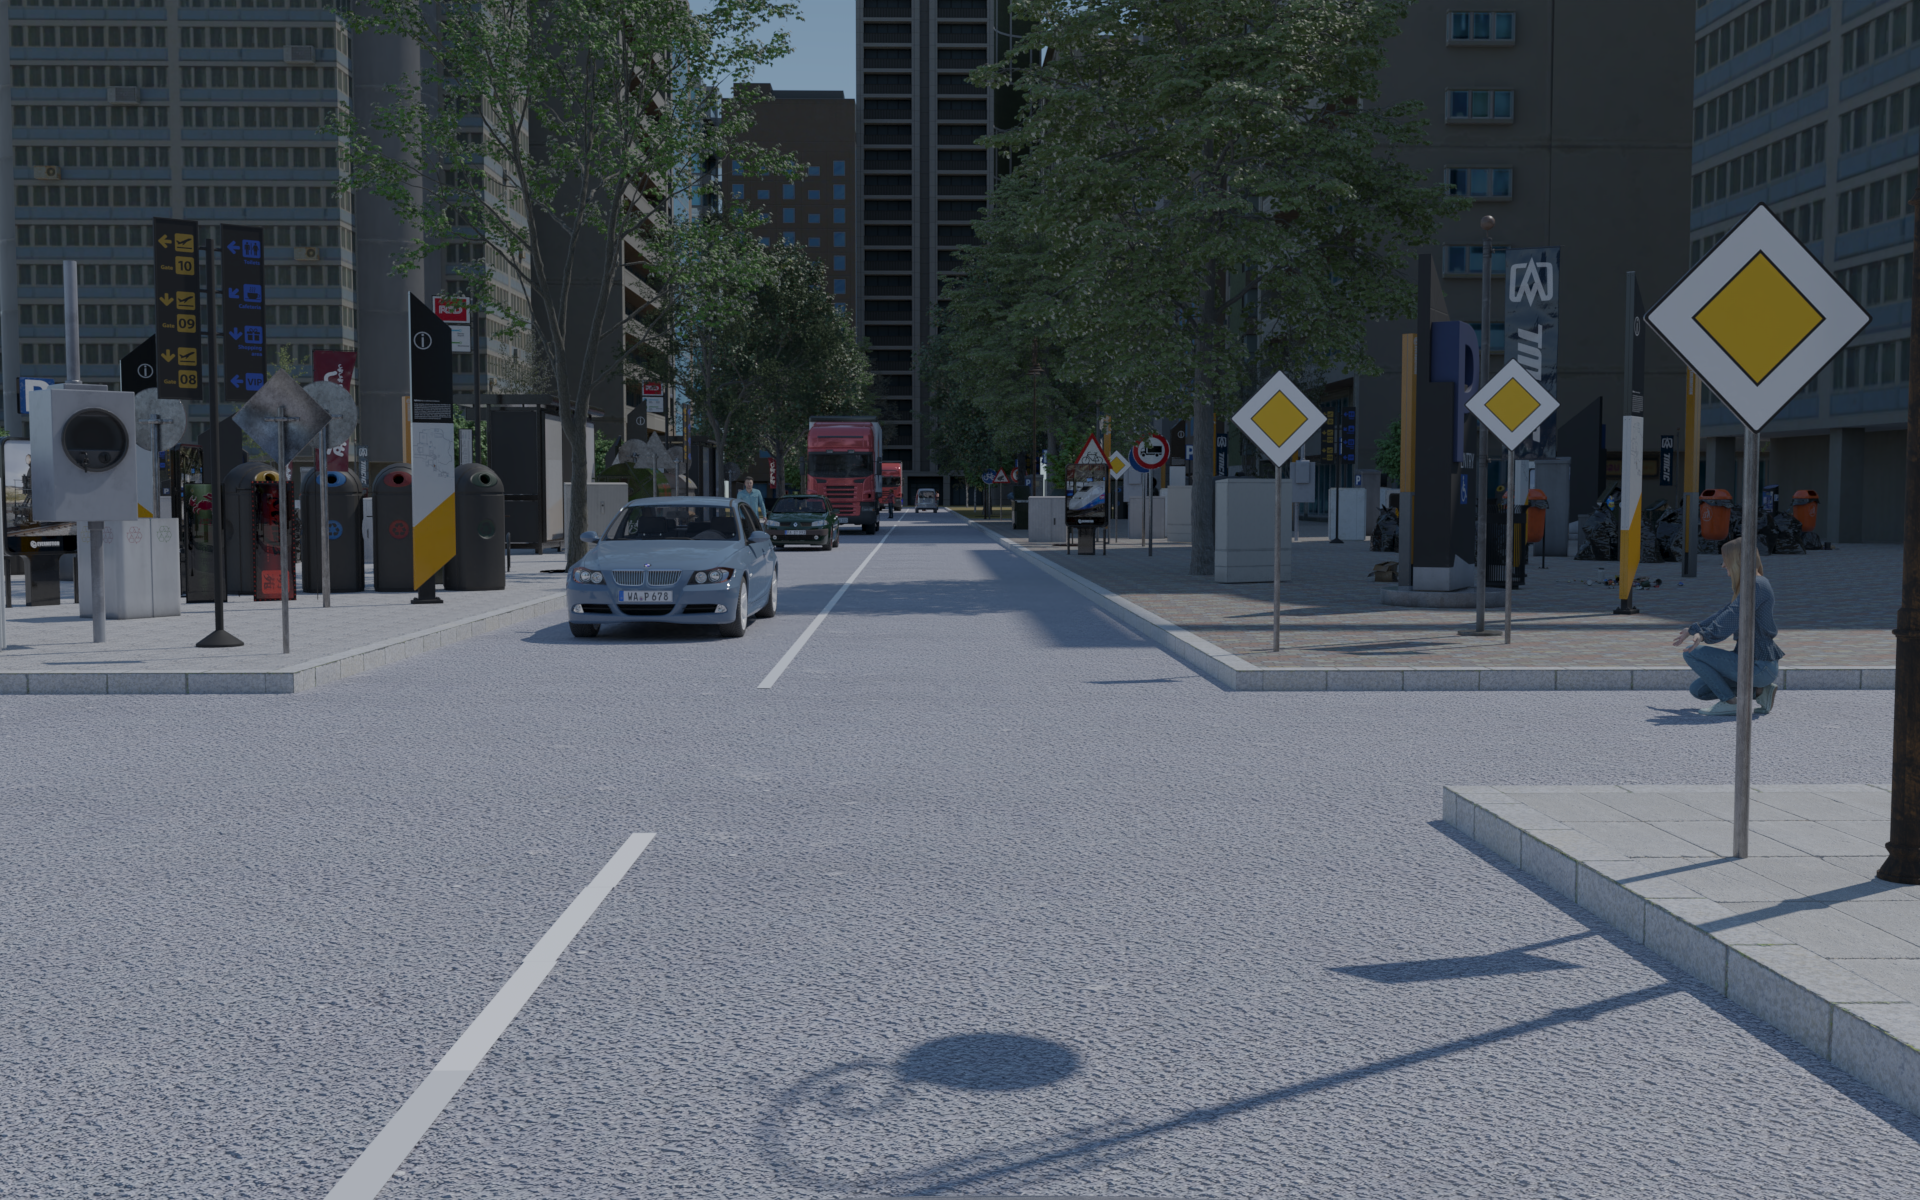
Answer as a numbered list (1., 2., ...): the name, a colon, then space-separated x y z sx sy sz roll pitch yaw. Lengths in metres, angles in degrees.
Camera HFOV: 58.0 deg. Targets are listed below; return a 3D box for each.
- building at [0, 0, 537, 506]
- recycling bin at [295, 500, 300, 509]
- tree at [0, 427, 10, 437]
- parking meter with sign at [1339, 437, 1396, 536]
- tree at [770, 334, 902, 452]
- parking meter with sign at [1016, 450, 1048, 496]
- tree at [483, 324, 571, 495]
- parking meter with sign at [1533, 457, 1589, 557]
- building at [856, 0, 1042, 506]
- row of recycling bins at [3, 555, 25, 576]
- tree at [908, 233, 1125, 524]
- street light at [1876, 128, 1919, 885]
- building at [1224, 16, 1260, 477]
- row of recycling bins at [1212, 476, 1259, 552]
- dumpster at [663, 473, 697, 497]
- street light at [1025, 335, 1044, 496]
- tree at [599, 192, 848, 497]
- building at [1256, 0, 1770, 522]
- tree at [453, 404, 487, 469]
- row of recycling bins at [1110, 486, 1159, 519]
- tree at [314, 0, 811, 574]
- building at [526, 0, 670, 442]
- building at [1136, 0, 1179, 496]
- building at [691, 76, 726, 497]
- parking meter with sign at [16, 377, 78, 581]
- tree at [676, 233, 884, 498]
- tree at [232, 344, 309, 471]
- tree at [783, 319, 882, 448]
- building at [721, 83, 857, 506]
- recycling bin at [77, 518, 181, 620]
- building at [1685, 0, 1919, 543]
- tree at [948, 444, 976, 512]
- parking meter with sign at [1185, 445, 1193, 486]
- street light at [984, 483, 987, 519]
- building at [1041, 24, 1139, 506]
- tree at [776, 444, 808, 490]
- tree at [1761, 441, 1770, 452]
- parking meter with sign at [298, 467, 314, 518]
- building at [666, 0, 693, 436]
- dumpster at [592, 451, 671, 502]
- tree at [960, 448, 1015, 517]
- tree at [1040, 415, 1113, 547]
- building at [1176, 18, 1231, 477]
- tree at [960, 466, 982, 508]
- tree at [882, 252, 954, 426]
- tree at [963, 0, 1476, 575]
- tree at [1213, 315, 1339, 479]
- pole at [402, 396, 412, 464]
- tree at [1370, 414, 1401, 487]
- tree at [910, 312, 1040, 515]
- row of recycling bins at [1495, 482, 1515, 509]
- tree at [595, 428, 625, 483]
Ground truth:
1. building: -38.468 -24.950 99.813 32.217 40.220 23.993 0 4 -1
2. recycling bin: -27.315 -3.662 72.424 0.722 1.027 0.722 0 4 2
3. tree: -40.359 -5.342 71.055 4.285 4.588 4.351 0 3 0
4. parking meter with sign: 12.547 -3.484 53.219 1.738 3.016 0.543 -1 4 -19
5. tree: -9.331 -13.280 127.496 12.009 13.543 11.850 0 3 0
6. parking meter with sign: 2.854 -4.342 67.260 1.738 3.016 0.543 -3 5 -44
7. tree: -18.974 -7.618 74.918 4.360 8.622 3.978 0 3 0
8. parking meter with sign: 12.168 -2.403 35.546 1.738 3.016 0.543 1 4 22
9. building: -1.131 -46.344 195.980 20.611 71.187 20.563 0 4 -1
10. row of recycling bins: -15.264 -1.166 26.180 1.069 1.692 3.534 0 4 0
11. tree: 2.627 -9.589 73.789 9.611 12.733 9.660 0 3 0
12. street light: 3.153 -2.006 5.589 0.468 5.910 1.993 0 4 -1
13. building: 22.528 -20.196 101.899 14.160 30.474 14.107 0 4 -1
14. row of recycling bins: 6.382 -2.004 39.882 1.069 1.692 3.534 2 4 24
15. dumpster: -7.932 -2.549 47.431 1.264 1.857 1.865 0 4 -1
16. street light: 2.175 -4.759 50.591 0.468 5.910 1.993 0 4 -1
17. tree: -7.123 -7.244 52.846 8.767 10.594 7.601 1 4 16
18. building: 26.236 -27.802 78.261 21.300 48.544 21.600 0 4 -1
19. tree: -17.822 -4.746 61.315 4.285 4.588 4.351 0 3 0
20. row of recycling bins: 8.572 -4.974 88.438 3.534 1.692 1.069 2 4 35
21. tree: -6.218 -6.237 27.738 9.928 11.665 9.643 0 3 0
22. building: -32.900 -30.513 122.588 21.300 48.544 21.600 0 4 -1
23. building: 24.633 -36.380 136.819 21.231 58.520 28.212 0 4 -1
24. building: -41.095 -35.354 197.640 30.456 49.044 23.786 0 4 -1
25. parking meter with sign: -13.144 -1.795 25.614 1.738 3.016 0.543 2 4 31
26. tree: -8.044 -9.750 76.413 9.611 12.733 9.660 0 3 0
27. tree: -33.523 -8.214 84.660 4.737 8.622 4.395 0 3 0
28. tree: -8.485 -11.793 110.943 7.486 12.596 7.792 0 3 0
29. building: -18.439 -33.161 192.292 14.200 45.320 14.600 0 4 -1
30. recycling bin: -8.678 -0.339 18.091 0.722 1.027 0.722 2 4 29
31. building: 34.119 -21.452 42.627 23.993 40.220 32.217 0 4 -1
32. tree: 0.929 -10.496 121.969 4.360 8.622 3.978 0 3 0
33. parking meter with sign: 8.541 -3.923 60.406 0.543 3.016 1.738 -2 4 -33
34. street light: 1.292 -7.056 88.147 0.468 5.910 1.993 0 4 -1
35. building: 23.040 -37.376 200.343 27.495 52.752 28.713 0 4 -1
36. tree: -8.817 -6.991 98.019 4.285 4.588 4.351 0 3 0
37. tree: 30.934 -7.009 64.961 4.737 8.622 4.395 0 3 0
38. parking meter with sign: -18.312 -3.238 49.196 1.738 3.016 0.543 0 4 5
39. building: -30.163 -30.145 142.988 14.200 45.320 14.600 0 4 -1
40. dumpster: -7.312 -2.207 38.571 1.502 2.255 1.985 0 4 -1
41. tree: 1.512 -7.003 98.220 4.285 4.588 4.351 0 3 0
42. tree: 2.731 -2.951 42.852 1.663 3.219 1.824 0 3 0
43. building: 22.495 -28.469 115.576 14.600 45.320 14.200 0 4 -1
44. tree: 0.836 -12.868 160.759 4.737 8.622 4.395 0 3 0
45. tree: 2.678 -8.551 57.932 7.486 12.596 7.792 0 3 0
46. tree: 3.959 -6.647 26.800 7.486 12.596 7.792 0 3 0
47. tree: 13.071 -7.250 68.902 4.360 8.622 3.978 0 3 0
48. pole: -11.543 -2.593 36.246 0.158 3.312 0.155 0 3 0
49. tree: 16.878 -4.902 63.857 4.285 4.588 4.351 0 3 0
50. tree: 1.800 -12.272 107.294 9.857 13.997 8.962 0 3 0
51. row of recycling bins: 19.379 -3.233 59.964 1.069 1.692 3.534 0 4 3
52. tree: -18.104 -6.310 86.889 4.285 4.588 4.351 0 3 0
